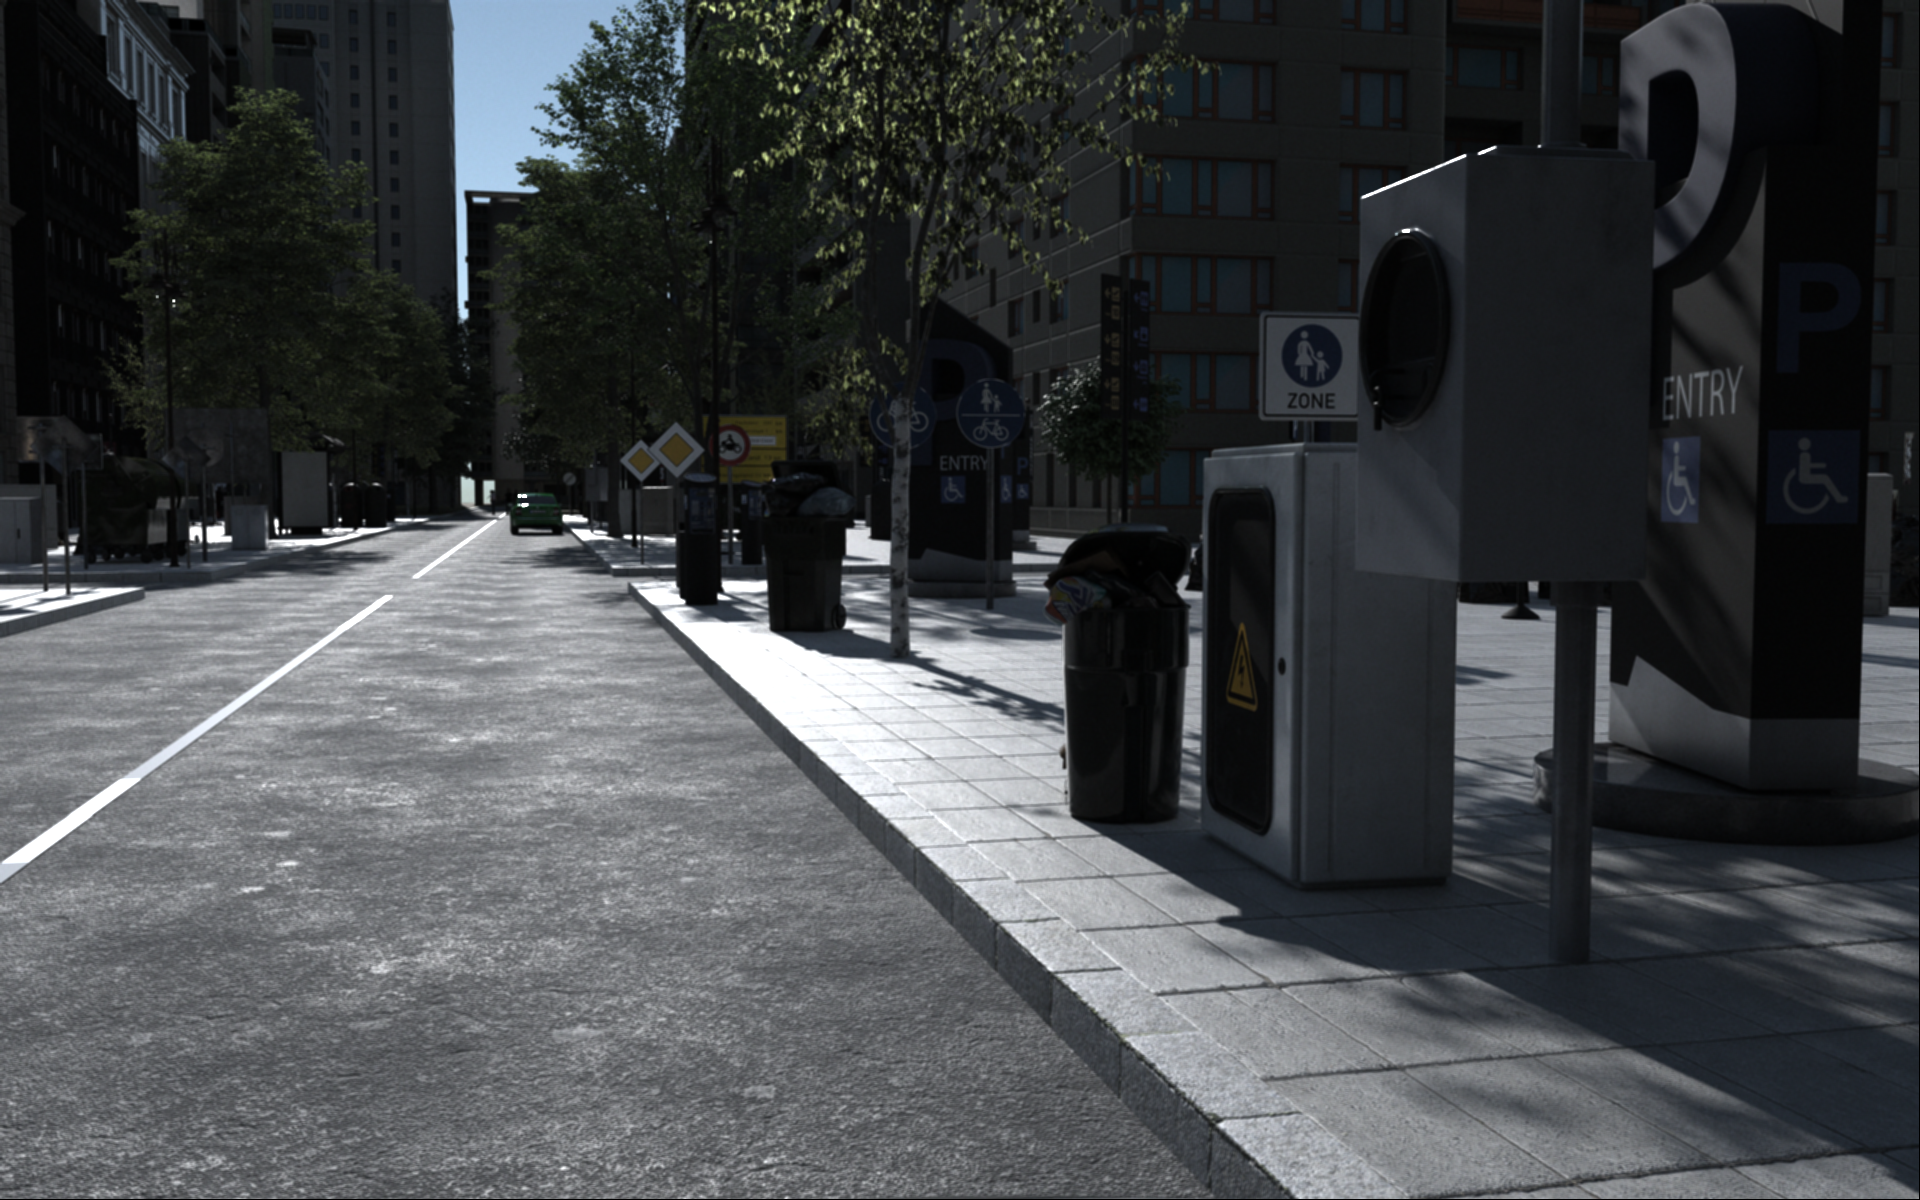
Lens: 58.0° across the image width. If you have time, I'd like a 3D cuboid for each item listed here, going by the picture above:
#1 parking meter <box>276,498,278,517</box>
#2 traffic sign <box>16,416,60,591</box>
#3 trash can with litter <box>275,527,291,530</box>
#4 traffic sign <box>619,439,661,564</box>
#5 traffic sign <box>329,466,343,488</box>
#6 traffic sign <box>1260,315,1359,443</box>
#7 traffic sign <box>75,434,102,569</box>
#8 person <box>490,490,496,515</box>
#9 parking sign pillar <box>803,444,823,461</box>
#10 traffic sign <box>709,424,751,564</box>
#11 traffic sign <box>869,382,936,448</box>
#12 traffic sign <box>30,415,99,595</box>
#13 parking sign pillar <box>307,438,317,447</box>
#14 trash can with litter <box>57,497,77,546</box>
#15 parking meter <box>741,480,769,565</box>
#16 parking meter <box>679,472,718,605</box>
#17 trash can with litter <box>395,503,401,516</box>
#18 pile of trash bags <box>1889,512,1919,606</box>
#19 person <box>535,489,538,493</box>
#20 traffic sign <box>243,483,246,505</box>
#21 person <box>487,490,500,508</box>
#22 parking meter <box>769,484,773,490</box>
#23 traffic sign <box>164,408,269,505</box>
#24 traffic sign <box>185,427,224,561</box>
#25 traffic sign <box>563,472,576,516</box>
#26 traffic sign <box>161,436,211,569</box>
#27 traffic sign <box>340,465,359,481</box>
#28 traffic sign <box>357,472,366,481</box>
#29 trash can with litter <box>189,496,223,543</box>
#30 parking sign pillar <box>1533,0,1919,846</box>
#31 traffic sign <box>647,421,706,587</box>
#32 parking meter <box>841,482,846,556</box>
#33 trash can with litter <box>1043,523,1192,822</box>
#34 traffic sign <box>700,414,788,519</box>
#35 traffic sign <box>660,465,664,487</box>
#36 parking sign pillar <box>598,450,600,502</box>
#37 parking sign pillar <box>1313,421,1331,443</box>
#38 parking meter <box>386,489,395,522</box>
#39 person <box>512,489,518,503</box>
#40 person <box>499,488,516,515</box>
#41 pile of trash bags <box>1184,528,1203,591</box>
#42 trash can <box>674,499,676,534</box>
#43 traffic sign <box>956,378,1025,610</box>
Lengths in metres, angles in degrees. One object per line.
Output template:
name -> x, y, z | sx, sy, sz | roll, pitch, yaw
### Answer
parking meter -> -38.038, -5.410, 96.866 | 0.372, 1.533, 0.369 | 0, 3, 0
traffic sign -> -12.084, -1.266, 22.835 | 0.606, 2.300, 0.079 | -1, 4, -10
trash can with litter -> -24.393, -3.166, 62.826 | 2.233, 1.210, 1.678 | -3, 5, -43
traffic sign -> -5.811, -1.710, 31.605 | 0.795, 2.450, 0.064 | -1, 4, -14
traffic sign -> -28.647, -4.861, 79.579 | 0.768, 2.556, 0.104 | 0, 4, -6
traffic sign -> 1.972, -0.471, 9.830 | 0.606, 2.300, 0.079 | -1, 4, -11
traffic sign -> -14.894, -1.671, 29.458 | 0.606, 2.300, 0.079 | 0, 4, -5
person -> -32.812, -6.854, 121.493 | 0.436, 1.711, 0.756 | 1, 4, 19
parking sign pillar -> -8.011, -6.481, 94.431 | 1.447, 3.967, 1.447 | 3, 5, 44
traffic sign -> -4.202, -1.930, 31.658 | 0.768, 2.556, 0.104 | -1, 4, -10
traffic sign -> -0.655, -1.202, 19.751 | 0.768, 2.556, 0.104 | 0, 4, -5
traffic sign -> -11.373, -1.125, 22.034 | 0.795, 2.450, 0.064 | -1, 4, -14
parking sign pillar -> -26.411, -5.041, 70.889 | 1.447, 3.967, 1.447 | 0, 4, -4
trash can with litter -> -22.587, -1.923, 42.505 | 1.678, 1.210, 2.233 | 1, 4, 16
parking meter -> -3.781, -1.409, 31.447 | 0.372, 1.533, 0.369 | 0, 3, 0
parking meter -> -3.003, -0.713, 20.072 | 0.372, 1.533, 0.369 | 0, 3, 0
trash can with litter -> -33.099, -5.437, 99.945 | 2.233, 1.210, 1.678 | 1, 4, 15
pile of trash bags -> 12.138, -0.620, 19.895 | 3.447, 1.369, 1.912 | 2, 4, 28
person -> -32.572, -7.624, 133.153 | 1.348, 1.824, 0.705 | -3, 5, -40
traffic sign -> -17.211, -2.420, 41.695 | 0.606, 2.300, 0.079 | 0, 4, -4
person -> -47.816, -10.344, 177.620 | 1.348, 1.824, 0.705 | -2, 4, -33
parking meter -> -4.891, -2.154, 43.637 | 0.372, 1.533, 0.369 | 0, 3, 0
traffic sign -> -17.587, -2.885, 41.038 | 2.265, 3.308, 0.079 | -1, 4, -13
traffic sign -> -14.384, -2.007, 32.926 | 0.768, 2.556, 0.104 | 0, 4, -7
traffic sign -> -22.951, -6.223, 101.856 | 0.768, 2.556, 0.104 | 0, 4, -7
traffic sign -> -13.287, -1.599, 29.788 | 0.795, 2.450, 0.064 | -1, 4, -14
traffic sign -> -26.282, -4.558, 74.624 | 0.768, 2.556, 0.104 | -1, 4, -12
traffic sign -> -28.382, -4.923, 81.671 | 0.795, 2.450, 0.064 | 0, 4, -8
trash can with litter -> -20.501, -2.118, 45.680 | 1.678, 1.210, 2.233 | -2, 4, -32
parking sign pillar -> 3.085, -1.127, 6.906 | 1.447, 3.967, 1.447 | 0, 4, -2
traffic sign -> -3.898, -1.236, 23.851 | 0.795, 2.450, 0.064 | -1, 4, -14
parking meter -> -2.571, -1.701, 36.216 | 0.372, 1.533, 0.369 | 0, 3, 0
trash can with litter -> 0.583, 0.261, 7.123 | 0.624, 1.170, 1.055 | 0, 4, -6
traffic sign -> -5.550, -3.099, 44.541 | 2.265, 3.308, 0.079 | -1, 4, -12
traffic sign -> -12.860, -4.572, 74.855 | 0.768, 2.556, 0.104 | 0, 4, -7
parking sign pillar -> -21.742, -7.095, 104.475 | 1.447, 3.967, 1.447 | -1, 4, -21
parking sign pillar -> 8.867, -3.342, 43.122 | 1.447, 3.967, 1.447 | 0, 4, 2
parking meter -> -26.591, -4.432, 80.867 | 0.372, 1.533, 0.369 | 0, 3, 0
person -> -36.395, -8.167, 142.054 | 0.705, 1.821, 1.348 | 1, 4, 22
person -> -31.294, -6.818, 119.983 | 1.348, 1.822, 0.705 | 1, 4, 17
pile of trash bags -> 4.352, -0.887, 24.256 | 1.912, 1.369, 3.447 | 1, 4, 21
trash can -> -9.355, -2.685, 55.549 | 0.748, 1.137, 0.748 | 0, 3, 0
traffic sign -> 0.334, -1.167, 19.190 | 0.768, 2.556, 0.104 | 0, 4, -8
